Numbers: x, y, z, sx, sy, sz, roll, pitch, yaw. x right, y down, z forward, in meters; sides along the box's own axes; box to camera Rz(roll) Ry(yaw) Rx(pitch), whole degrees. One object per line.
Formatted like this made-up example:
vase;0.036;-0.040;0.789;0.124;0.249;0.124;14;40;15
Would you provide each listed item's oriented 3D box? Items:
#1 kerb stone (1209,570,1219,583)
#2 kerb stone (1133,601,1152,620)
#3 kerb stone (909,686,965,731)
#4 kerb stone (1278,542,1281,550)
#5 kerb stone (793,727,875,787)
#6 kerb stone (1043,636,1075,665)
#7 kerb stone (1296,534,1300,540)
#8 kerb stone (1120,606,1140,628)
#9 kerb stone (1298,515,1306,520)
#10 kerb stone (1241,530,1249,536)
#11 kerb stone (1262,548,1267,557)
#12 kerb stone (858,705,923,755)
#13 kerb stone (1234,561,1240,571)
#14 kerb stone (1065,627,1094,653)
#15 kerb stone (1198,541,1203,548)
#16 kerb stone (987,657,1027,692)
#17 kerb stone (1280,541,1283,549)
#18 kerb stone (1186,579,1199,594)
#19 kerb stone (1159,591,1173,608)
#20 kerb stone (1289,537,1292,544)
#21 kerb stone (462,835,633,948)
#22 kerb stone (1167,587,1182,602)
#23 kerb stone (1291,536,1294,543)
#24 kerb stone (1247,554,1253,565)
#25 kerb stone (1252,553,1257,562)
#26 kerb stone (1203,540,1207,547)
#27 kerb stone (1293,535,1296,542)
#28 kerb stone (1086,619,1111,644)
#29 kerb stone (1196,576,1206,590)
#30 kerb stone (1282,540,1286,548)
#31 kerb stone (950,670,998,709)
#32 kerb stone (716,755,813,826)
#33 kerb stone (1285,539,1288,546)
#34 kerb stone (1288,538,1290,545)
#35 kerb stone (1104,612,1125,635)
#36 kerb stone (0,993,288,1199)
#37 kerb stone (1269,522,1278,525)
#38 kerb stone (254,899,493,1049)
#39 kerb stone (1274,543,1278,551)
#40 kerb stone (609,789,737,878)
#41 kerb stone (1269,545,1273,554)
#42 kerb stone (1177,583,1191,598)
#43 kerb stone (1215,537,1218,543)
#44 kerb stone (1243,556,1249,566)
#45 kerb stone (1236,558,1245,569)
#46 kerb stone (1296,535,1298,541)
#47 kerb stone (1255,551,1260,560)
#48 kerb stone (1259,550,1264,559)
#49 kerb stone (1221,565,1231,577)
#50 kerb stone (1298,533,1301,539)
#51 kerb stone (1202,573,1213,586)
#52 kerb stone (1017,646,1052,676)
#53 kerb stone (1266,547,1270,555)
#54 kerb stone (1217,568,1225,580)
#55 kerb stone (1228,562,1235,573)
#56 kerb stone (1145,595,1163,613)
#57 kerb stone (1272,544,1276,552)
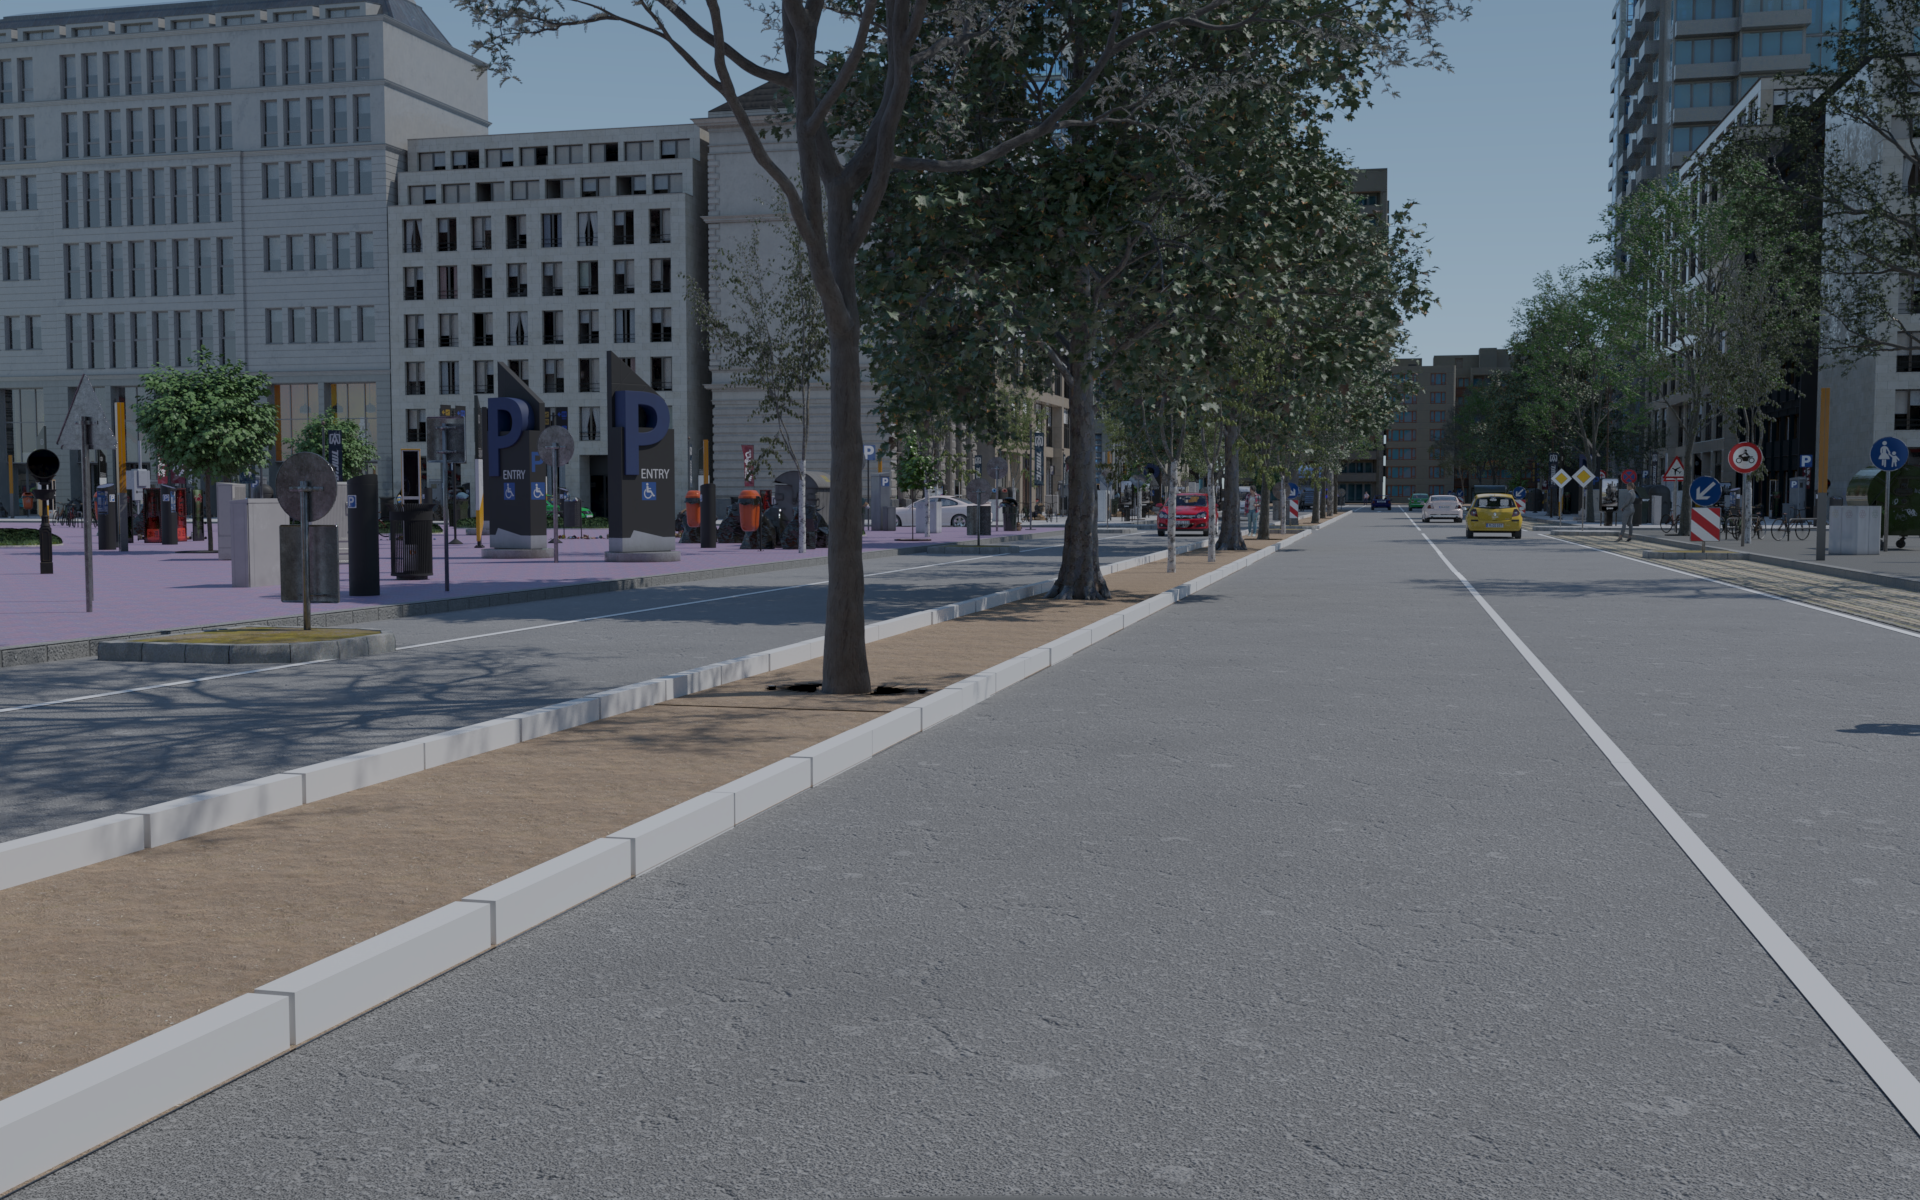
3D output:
kerb stone;4.023;-0.347;27.867;0.120;0.150;1.000;1;4;14
kerb stone;2.046;0.142;19.901;0.120;0.150;1.000;1;4;14
kerb stone;-0.164;0.692;10.942;0.120;0.150;1.000;1;4;14
kerb stone;7.952;-1.321;43.788;0.120;0.150;1.000;1;4;14
kerb stone;-0.656;0.810;8.951;0.120;0.150;1.000;1;4;14
kerb stone;0.824;0.445;14.929;0.120;0.150;1.000;1;4;14
kerb stone;10.177;-1.868;52.750;0.120;0.150;1.000;1;4;14
kerb stone;1.805;0.201;18.908;0.120;0.150;1.000;1;4;14
kerb stone;19.863;-4.794;100.576;0.120;0.150;1.000;1;4;14
kerb stone;10.103;-2.385;61.188;0.120;0.150;1.000;1;4;14
kerb stone;6.728;-1.016;38.815;0.120;0.150;1.000;1;4;14
kerb stone;-0.416;0.753;9.945;0.120;0.150;1.000;1;4;14
kerb stone;5.000;-0.584;31.837;0.120;0.150;1.000;1;4;14
kerb stone;1.064;0.385;15.927;0.120;0.150;1.000;1;4;14
kerb stone;6.162;-1.411;45.278;0.120;0.150;1.000;1;4;14
kerb stone;0.321;0.567;12.930;0.120;0.150;1.000;1;4;14
kerb stone;8.208;-1.376;44.786;0.120;0.150;1.000;1;4;14
kerb stone;3.281;-0.164;24.880;0.120;0.150;1.000;1;4;14
kerb stone;2.536;0.024;21.896;0.120;0.150;1.000;1;4;14
kerb stone;9.197;-1.621;48.760;0.120;0.150;1.000;1;4;14
kerb stone;-1.402;0.993;5.964;0.120;0.150;1.000;1;4;14
kerb stone;2.782;-0.043;22.894;0.120;0.150;1.000;1;4;14
kerb stone;9.444;-1.678;49.752;0.120;0.150;1.000;1;4;14
kerb stone;5.749;-0.772;34.825;0.120;0.150;1.000;1;4;14
kerb stone;5.992;-0.831;35.821;0.120;0.150;1.000;1;4;14
kerb stone;6.419;-1.472;46.268;0.120;0.150;1.000;1;4;14
kerb stone;9.687;-1.747;50.754;0.120;0.150;1.000;1;4;14
kerb stone;1.311;0.324;16.919;0.120;0.150;1.000;1;4;14
kerb stone;3.530;-0.225;25.872;0.120;0.150;1.000;1;4;14
kerb stone;8.453;-1.442;45.778;0.120;0.150;1.000;1;4;14
kerb stone;0.077;0.628;11.935;0.120;0.150;1.000;1;4;14
kerb stone;-0.906;0.874;7.956;0.120;0.150;1.000;1;4;14
kerb stone;8.703;-1.503;46.771;0.120;0.150;1.000;1;4;14
kerb stone;8.951;-1.564;47.768;0.120;0.150;1.000;1;4;14
kerb stone;1.552;0.264;17.918;0.120;0.150;1.000;1;4;14
kerb stone;-1.900;1.120;3.975;0.120;0.150;1.000;1;4;14
kerb stone;13.691;-3.265;75.654;0.120;0.150;1.000;1;4;14
kerb stone;-1.653;1.056;4.967;0.120;0.150;1.000;1;4;14
kerb stone;7.712;-1.258;42.795;0.120;0.150;1.000;1;4;14
kerb stone;-1.149;0.932;6.961;0.120;0.150;1.000;1;4;14
kerb stone;7.227;-1.138;40.800;0.120;0.150;1.000;1;4;14
kerb stone;3.033;-0.104;23.889;0.120;0.150;1.000;1;4;14
kerb stone;7.157;-1.655;49.249;0.120;0.150;1.000;1;4;14
kerb stone;5.491;-0.710;33.833;0.120;0.150;1.000;1;4;14
kerb stone;5.251;-0.651;32.839;0.120;0.150;1.000;1;4;14
kerb stone;9.931;-1.807;51.758;0.120;0.150;1.000;1;4;14
kerb stone;6.232;-0.894;36.815;0.120;0.150;1.000;1;4;14
kerb stone;6.483;-0.950;37.807;0.120;0.150;1.000;1;4;14
kerb stone;4.515;-0.464;29.851;0.120;0.150;1.000;1;4;14
kerb stone;10.427;-1.928;53.744;0.120;0.150;1.000;1;4;14
kerb stone;3.773;-0.286;26.867;0.120;0.150;1.000;1;4;14
kerb stone;0.564;0.508;13.928;0.120;0.150;1.000;1;4;14
kerb stone;6.980;-1.077;39.809;0.120;0.150;1.000;1;4;14
kerb stone;4.267;-0.398;28.860;0.120;0.150;1.000;1;4;14
kerb stone;4.753;-0.529;30.845;0.120;0.150;1.000;1;4;14
kerb stone;2.293;0.080;20.900;0.120;0.150;1.000;1;4;14
kerb stone;7.461;-1.198;41.795;0.120;0.150;1.000;1;4;14
